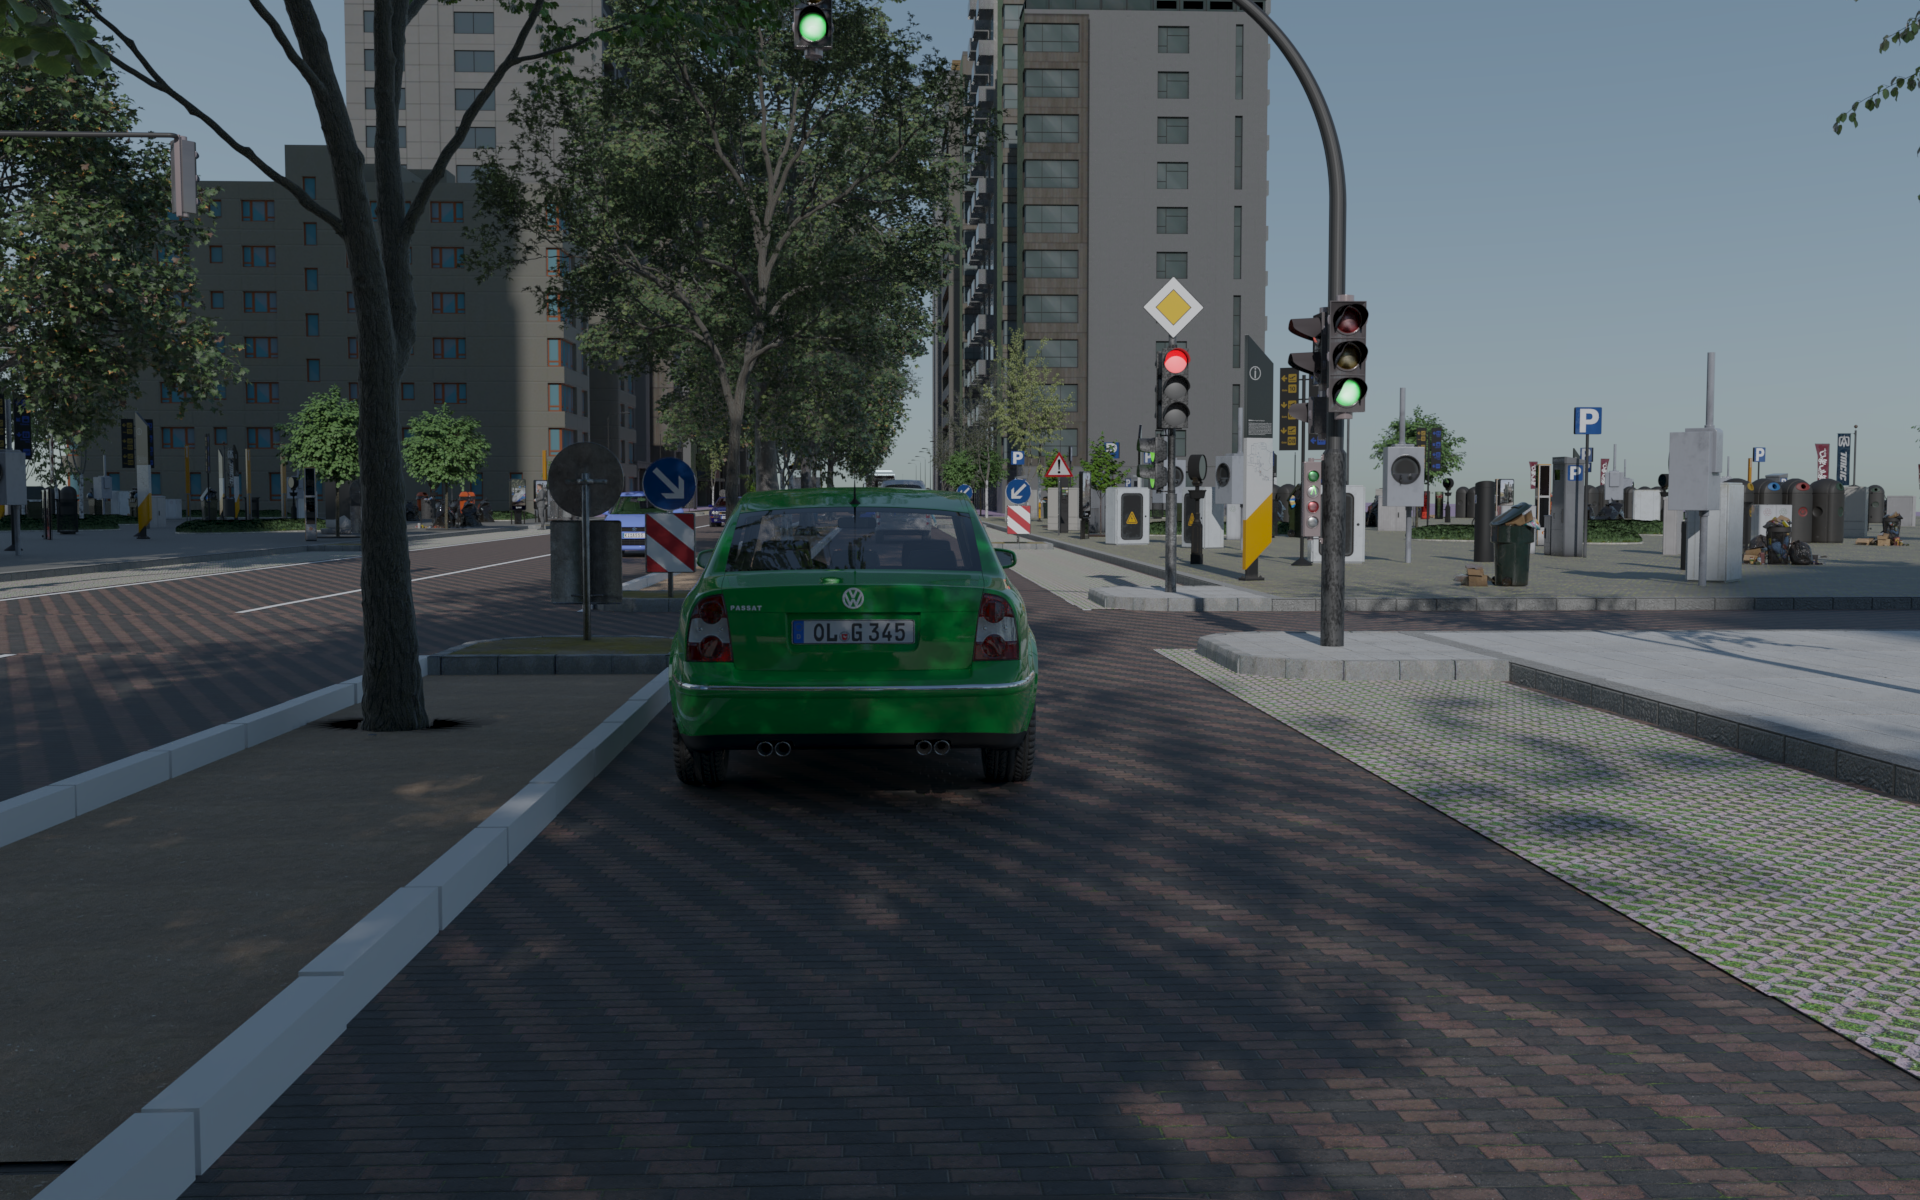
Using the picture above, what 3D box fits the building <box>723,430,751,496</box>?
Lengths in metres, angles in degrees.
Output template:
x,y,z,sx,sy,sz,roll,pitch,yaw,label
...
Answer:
x,y,z,sx,sy,sz,roll,pitch,yaw,label
-42.200,-23.295,225.910,27.650,21.520,28.899,0,4,-3,building

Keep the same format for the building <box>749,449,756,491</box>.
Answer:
x,y,z,sx,sy,sz,roll,pitch,yaw,label
-35.687,-29.136,248.073,14.160,30.474,14.107,0,4,-3,building

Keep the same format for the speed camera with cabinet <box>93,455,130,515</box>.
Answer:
x,y,z,sx,sy,sz,roll,pitch,yaw,label
-43.570,-5.798,89.137,0.660,3.252,2.038,1,4,20,speed camera with cabinet

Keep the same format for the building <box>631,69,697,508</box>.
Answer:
x,y,z,sx,sy,sz,roll,pitch,yaw,label
-31.241,-28.740,153.495,14.154,41.232,14.086,0,4,-3,building

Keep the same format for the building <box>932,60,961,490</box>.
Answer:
x,y,z,sx,sy,sz,roll,pitch,yaw,label
6.604,-42.861,242.770,21.231,58.520,28.212,0,4,-3,building

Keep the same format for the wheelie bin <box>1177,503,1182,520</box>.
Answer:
x,y,z,sx,sy,sz,roll,pitch,yaw,label
9.800,-4.255,77.476,0.980,1.594,0.693,-1,4,-18,wheelie bin

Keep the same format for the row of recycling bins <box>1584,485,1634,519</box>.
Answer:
x,y,z,sx,sy,sz,roll,pitch,yaw,label
28.481,-4.317,77.698,3.534,1.692,1.069,-2,4,-30,row of recycling bins

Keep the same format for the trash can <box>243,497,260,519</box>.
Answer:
x,y,z,sx,sy,sz,roll,pitch,yaw,label
-32.739,-4.186,80.094,0.748,1.137,0.748,0,3,0,trash can

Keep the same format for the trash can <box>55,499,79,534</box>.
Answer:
x,y,z,sx,sy,sz,roll,pitch,yaw,label
-28.458,-2.664,55.214,0.748,1.137,0.748,0,3,0,trash can

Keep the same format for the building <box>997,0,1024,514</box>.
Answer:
x,y,z,sx,sy,sz,roll,pitch,yaw,label
9.447,-26.643,119.202,14.154,41.232,14.086,0,4,-3,building

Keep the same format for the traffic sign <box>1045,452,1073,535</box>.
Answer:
x,y,z,sx,sy,sz,roll,pitch,yaw,label
3.070,-3.285,53.719,0.884,2.594,0.081,0,4,0,traffic sign

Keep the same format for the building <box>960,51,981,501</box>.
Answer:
x,y,z,sx,sy,sz,roll,pitch,yaw,label
6.919,-29.393,164.168,14.154,41.232,14.086,0,4,-3,building

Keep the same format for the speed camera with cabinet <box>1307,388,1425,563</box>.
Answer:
x,y,z,sx,sy,sz,roll,pitch,yaw,label
7.528,-2.312,32.140,2.038,3.252,0.660,0,4,4,speed camera with cabinet

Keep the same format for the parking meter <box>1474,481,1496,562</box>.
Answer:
x,y,z,sx,sy,sz,roll,pitch,yaw,label
9.917,-1.488,32.738,0.372,1.533,0.369,0,3,0,parking meter

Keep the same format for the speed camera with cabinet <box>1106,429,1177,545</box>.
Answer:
x,y,z,sx,sy,sz,roll,pitch,yaw,label
4.721,-3.036,43.968,2.038,3.252,0.660,-2,4,-25,speed camera with cabinet

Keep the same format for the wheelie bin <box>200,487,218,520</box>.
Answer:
x,y,z,sx,sy,sz,roll,pitch,yaw,label
-34.533,-4.390,79.692,0.693,1.594,0.980,-3,4,-37,wheelie bin

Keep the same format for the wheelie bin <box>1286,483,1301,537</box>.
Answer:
x,y,z,sx,sy,sz,roll,pitch,yaw,label
10.131,-2.661,51.420,0.693,1.594,0.980,2,4,31,wheelie bin

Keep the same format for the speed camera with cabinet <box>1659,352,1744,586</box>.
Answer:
x,y,z,sx,sy,sz,roll,pitch,yaw,label
10.744,-1.870,24.916,0.660,3.252,2.038,3,4,37,speed camera with cabinet

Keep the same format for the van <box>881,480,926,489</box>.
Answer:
x,y,z,sx,sy,sz,roll,pitch,yaw,label
-1.703,-2.726,51.575,2.013,2.044,4.112,0,4,-2,van

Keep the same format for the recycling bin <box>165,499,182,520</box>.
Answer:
x,y,z,sx,sy,sz,roll,pitch,yaw,label
-39.792,-4.578,87.409,0.722,1.027,0.722,0,4,3,recycling bin

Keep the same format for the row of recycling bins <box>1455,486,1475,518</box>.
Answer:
x,y,z,sx,sy,sz,roll,pitch,yaw,label
27.895,-5.214,92.363,1.069,1.692,3.534,-2,4,-34,row of recycling bins

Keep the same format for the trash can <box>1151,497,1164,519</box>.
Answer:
x,y,z,sx,sy,sz,roll,pitch,yaw,label
10.252,-4.777,89.756,0.748,1.137,0.748,0,3,0,trash can

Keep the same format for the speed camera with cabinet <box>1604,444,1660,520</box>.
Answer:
x,y,z,sx,sy,sz,roll,pitch,yaw,label
26.603,-4.537,68.523,2.038,3.252,0.660,1,4,16,speed camera with cabinet

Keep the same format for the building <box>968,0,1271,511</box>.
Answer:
x,y,z,sx,sy,sz,roll,pitch,yaw,label
12.124,-31.946,141.924,23.786,49.044,30.456,0,4,-3,building

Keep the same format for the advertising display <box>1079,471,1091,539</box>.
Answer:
x,y,z,sx,sy,sz,roll,pitch,yaw,label
3.554,-2.696,49.292,0.123,1.923,0.974,1,4,18,advertising display

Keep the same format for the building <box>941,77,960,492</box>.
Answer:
x,y,z,sx,sy,sz,roll,pitch,yaw,label
8.971,-34.892,194.183,21.300,48.544,21.600,0,4,-3,building

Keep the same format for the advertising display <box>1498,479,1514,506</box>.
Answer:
x,y,z,sx,sy,sz,roll,pitch,yaw,label
23.078,-4.160,73.229,0.974,1.923,0.123,-3,4,-37,advertising display

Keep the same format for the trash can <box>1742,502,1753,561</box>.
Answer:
x,y,z,sx,sy,sz,roll,pitch,yaw,label
14.791,-1.318,33.211,0.748,1.137,0.748,0,3,0,trash can

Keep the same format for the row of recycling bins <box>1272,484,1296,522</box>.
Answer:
x,y,z,sx,sy,sz,roll,pitch,yaw,label
12.880,-3.812,69.445,1.069,1.692,3.534,-3,5,-39,row of recycling bins

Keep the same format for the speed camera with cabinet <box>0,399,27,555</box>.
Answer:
x,y,z,sx,sy,sz,roll,pitch,yaw,label
-20.595,-2.565,36.271,2.038,3.252,0.660,1,4,16,speed camera with cabinet

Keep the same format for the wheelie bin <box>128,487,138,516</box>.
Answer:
x,y,z,sx,sy,sz,roll,pitch,yaw,label
-38.728,-4.508,81.608,0.980,1.594,0.693,2,4,25,wheelie bin

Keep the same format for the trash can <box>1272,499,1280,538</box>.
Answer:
x,y,z,sx,sy,sz,roll,pitch,yaw,label
8.986,-2.386,50.667,0.748,1.137,0.748,0,3,0,trash can

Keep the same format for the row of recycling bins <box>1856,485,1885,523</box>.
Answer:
x,y,z,sx,sy,sz,roll,pitch,yaw,label
39.518,-4.313,77.630,3.534,1.692,1.069,3,5,43,row of recycling bins

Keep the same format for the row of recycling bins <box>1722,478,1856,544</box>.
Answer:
x,y,z,sx,sy,sz,roll,pitch,yaw,label
21.379,-2.329,45.200,3.534,1.692,1.069,-1,4,-13,row of recycling bins

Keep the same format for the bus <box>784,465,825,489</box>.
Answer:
x,y,z,sx,sy,sz,roll,pitch,yaw,label
-11.625,-8.495,130.447,2.896,3.916,12.252,0,4,-4,bus

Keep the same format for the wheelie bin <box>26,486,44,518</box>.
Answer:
x,y,z,sx,sy,sz,roll,pitch,yaw,label
-36.581,-3.702,68.437,0.980,1.594,0.693,-2,4,-29,wheelie bin

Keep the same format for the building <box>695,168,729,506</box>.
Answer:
x,y,z,sx,sy,sz,roll,pitch,yaw,label
-37.346,-33.104,195.867,22.147,44.769,28.867,0,4,-3,building

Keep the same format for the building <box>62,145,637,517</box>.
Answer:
x,y,z,sx,sy,sz,roll,pitch,yaw,label
-36.644,-16.235,110.479,27.650,21.520,28.899,0,4,-3,building

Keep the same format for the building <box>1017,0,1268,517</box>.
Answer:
x,y,z,sx,sy,sz,roll,pitch,yaw,label
10.294,-20.394,105.141,14.160,30.474,14.107,0,4,-3,building

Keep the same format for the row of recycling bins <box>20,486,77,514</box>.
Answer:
x,y,z,sx,sy,sz,roll,pitch,yaw,label
-46.663,-4.978,88.499,3.534,1.692,1.069,1,4,17,row of recycling bins

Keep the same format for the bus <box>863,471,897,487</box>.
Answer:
x,y,z,sx,sy,sz,roll,pitch,yaw,label
-6.528,-8.982,141.720,2.948,3.499,13.247,0,4,-3,bus

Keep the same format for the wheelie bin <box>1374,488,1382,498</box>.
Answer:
x,y,z,sx,sy,sz,roll,pitch,yaw,label
22.334,-5.112,91.488,0.693,1.594,0.980,-2,4,-28,wheelie bin

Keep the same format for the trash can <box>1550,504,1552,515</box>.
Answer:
x,y,z,sx,sy,sz,roll,pitch,yaw,label
23.724,-3.487,68.660,0.748,1.137,0.748,0,3,0,trash can

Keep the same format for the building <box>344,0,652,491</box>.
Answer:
x,y,z,sx,sy,sz,roll,pitch,yaw,label
-34.198,-42.562,134.139,20.563,71.187,20.611,0,4,-3,building

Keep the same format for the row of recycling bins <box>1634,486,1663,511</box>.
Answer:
x,y,z,sx,sy,sz,roll,pitch,yaw,label
35.665,-5.146,91.247,3.534,1.692,1.069,-1,4,-18,row of recycling bins

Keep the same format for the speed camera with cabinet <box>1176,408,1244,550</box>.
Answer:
x,y,z,sx,sy,sz,roll,pitch,yaw,label
5.950,-2.811,40.294,0.660,3.252,2.038,-2,4,-26,speed camera with cabinet

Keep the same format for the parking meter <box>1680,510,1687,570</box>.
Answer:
x,y,z,sx,sy,sz,roll,pitch,yaw,label
12.367,-1.272,29.210,0.372,1.533,0.369,0,3,0,parking meter

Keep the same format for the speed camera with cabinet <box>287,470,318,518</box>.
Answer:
x,y,z,sx,sy,sz,roll,pitch,yaw,label
-33.980,-5.817,89.449,0.660,3.252,2.038,1,4,9,speed camera with cabinet

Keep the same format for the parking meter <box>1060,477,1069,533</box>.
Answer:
x,y,z,sx,sy,sz,roll,pitch,yaw,label
3.390,-3.117,56.682,0.255,1.863,0.399,-1,4,-12,parking meter

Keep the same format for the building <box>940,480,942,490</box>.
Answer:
x,y,z,sx,sy,sz,roll,pitch,yaw,label
13.773,-32.153,217.588,32.217,40.220,23.993,0,4,-3,building

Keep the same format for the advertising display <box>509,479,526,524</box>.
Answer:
x,y,z,sx,sy,sz,roll,pitch,yaw,label
-18.745,-4.171,73.414,0.123,1.923,0.974,2,4,24,advertising display

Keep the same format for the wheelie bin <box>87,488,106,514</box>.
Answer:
x,y,z,sx,sy,sz,roll,pitch,yaw,label
-45.118,-5.050,90.471,0.693,1.594,0.980,2,4,32,wheelie bin

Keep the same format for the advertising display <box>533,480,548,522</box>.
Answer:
x,y,z,sx,sy,sz,roll,pitch,yaw,label
-19.031,-4.490,78.619,0.123,1.923,0.974,1,4,20,advertising display
